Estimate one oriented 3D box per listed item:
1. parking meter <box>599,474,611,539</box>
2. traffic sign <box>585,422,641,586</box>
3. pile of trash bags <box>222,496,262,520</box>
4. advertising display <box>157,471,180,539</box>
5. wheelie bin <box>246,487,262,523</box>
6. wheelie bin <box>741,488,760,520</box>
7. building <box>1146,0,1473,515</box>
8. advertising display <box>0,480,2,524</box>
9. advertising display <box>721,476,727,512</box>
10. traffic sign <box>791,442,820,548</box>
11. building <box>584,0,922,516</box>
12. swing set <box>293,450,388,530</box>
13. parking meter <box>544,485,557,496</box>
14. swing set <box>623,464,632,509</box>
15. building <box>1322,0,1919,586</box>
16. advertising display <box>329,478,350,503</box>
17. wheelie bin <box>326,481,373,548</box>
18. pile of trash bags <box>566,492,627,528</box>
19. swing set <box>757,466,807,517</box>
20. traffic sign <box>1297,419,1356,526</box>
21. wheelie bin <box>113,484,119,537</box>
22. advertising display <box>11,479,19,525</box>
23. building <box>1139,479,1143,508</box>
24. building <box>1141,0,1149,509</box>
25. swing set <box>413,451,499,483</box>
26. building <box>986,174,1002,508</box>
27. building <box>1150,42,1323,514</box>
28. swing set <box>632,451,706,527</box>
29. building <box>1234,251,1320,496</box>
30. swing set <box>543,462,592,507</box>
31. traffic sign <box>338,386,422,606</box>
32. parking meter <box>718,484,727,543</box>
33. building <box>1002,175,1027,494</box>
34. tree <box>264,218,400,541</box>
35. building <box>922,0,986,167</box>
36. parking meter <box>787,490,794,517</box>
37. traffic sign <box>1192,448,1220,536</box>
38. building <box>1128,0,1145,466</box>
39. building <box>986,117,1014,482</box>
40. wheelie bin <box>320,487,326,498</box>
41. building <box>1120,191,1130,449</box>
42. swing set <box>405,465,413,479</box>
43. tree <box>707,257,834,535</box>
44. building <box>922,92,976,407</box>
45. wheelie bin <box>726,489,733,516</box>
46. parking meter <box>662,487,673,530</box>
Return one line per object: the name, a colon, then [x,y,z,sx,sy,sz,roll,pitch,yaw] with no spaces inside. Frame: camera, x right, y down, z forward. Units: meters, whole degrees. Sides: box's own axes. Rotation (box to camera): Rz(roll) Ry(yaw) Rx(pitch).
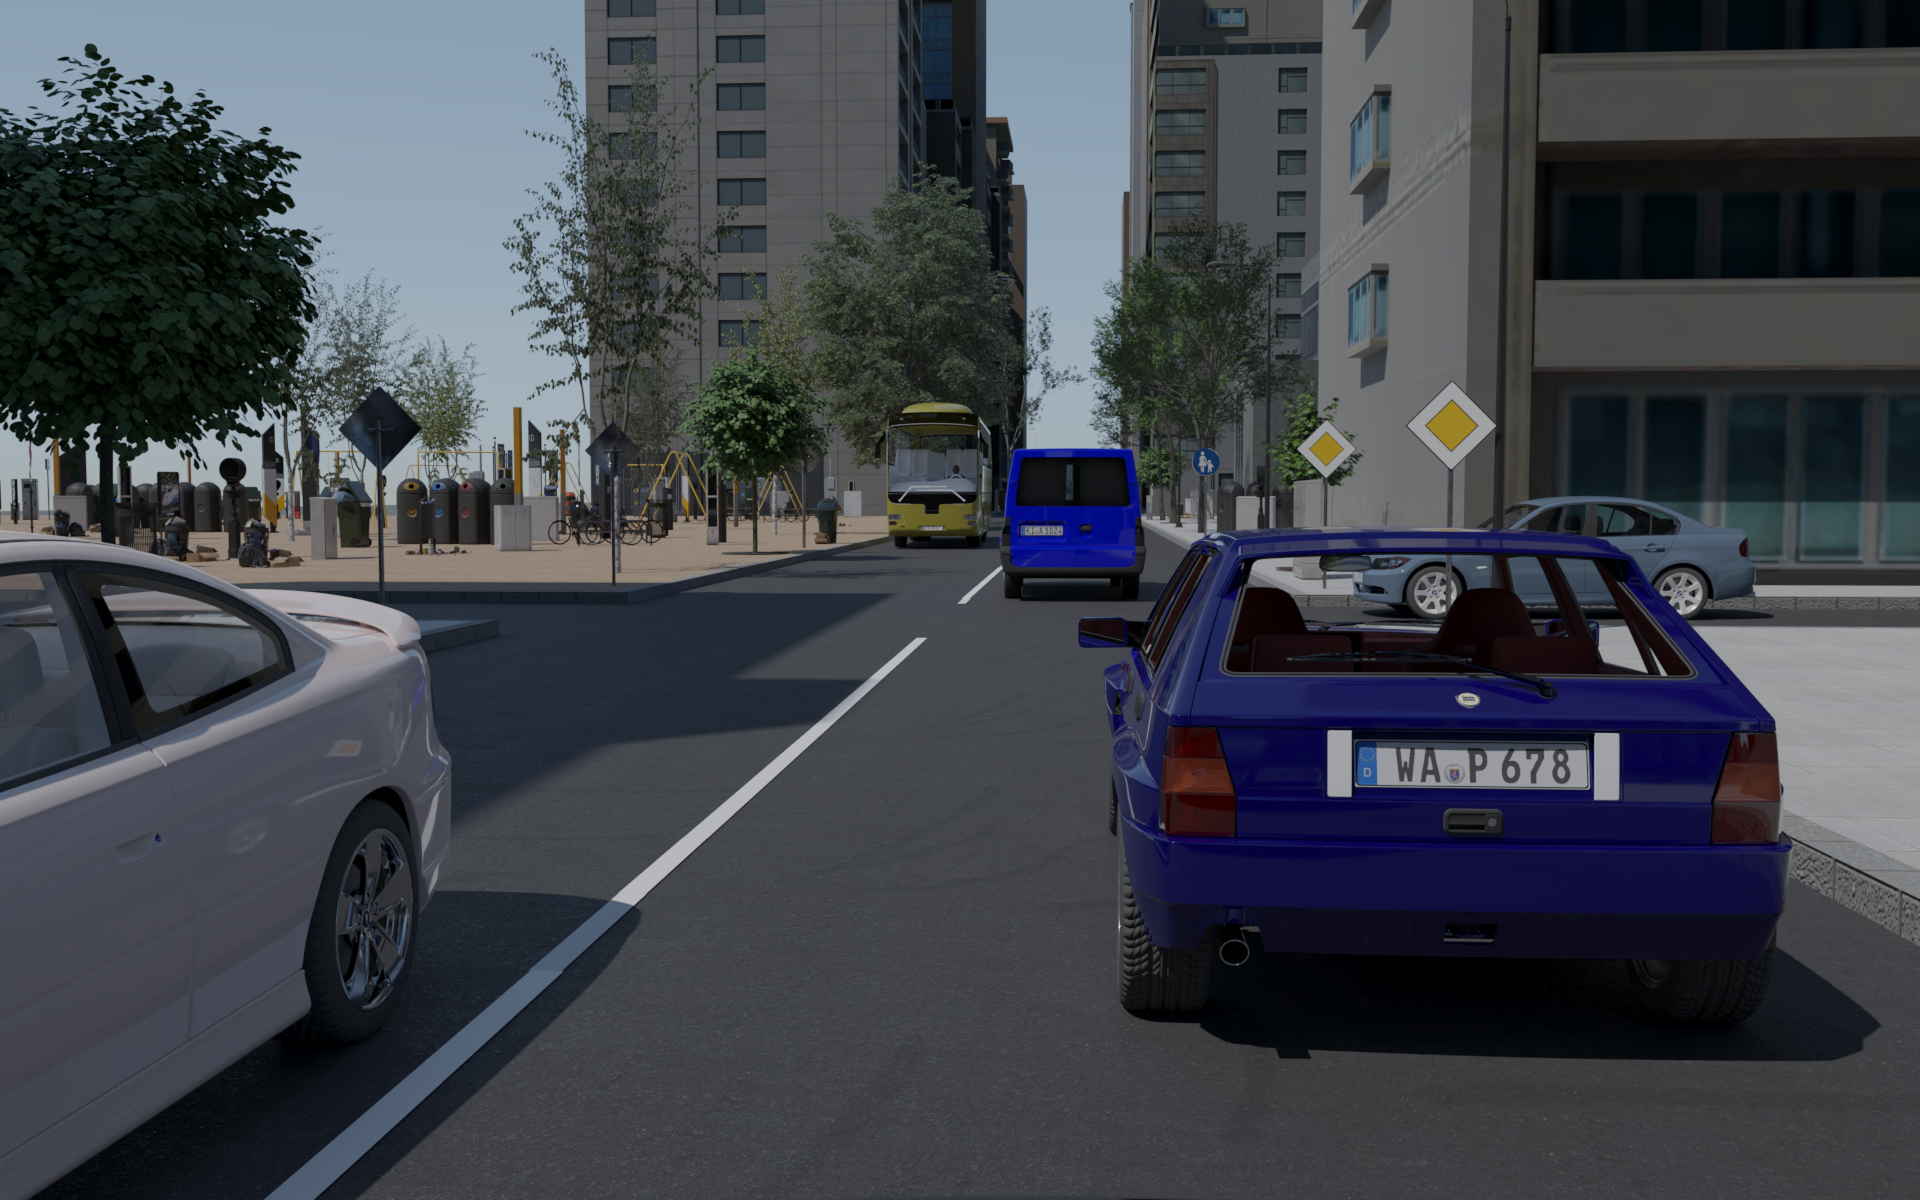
parking meter: [-10.145,-2.691,49.715,0.255,1.863,0.399,2,4,32]
traffic sign: [-4.831,-1.253,24.127,0.795,2.450,0.064,0,4,4]
pile of trash bags: [-36.563,-4.676,86.198,3.447,1.369,1.912,-2,4,-29]
advertising display: [-22.580,-2.705,49.435,0.123,1.923,0.974,0,4,5]
wheelie bin: [-30.172,-4.016,73.566,0.693,1.594,0.980,3,5,42]
wheelie bin: [-10.525,-4.835,86.959,0.980,1.594,0.693,-1,4,-10]
building: [25.392,-31.072,131.725,21.300,48.544,21.600,0,4,4]
advertising display: [-42.045,-4.281,75.205,0.974,1.923,0.123,1,4,19]
advertising display: [-8.637,-3.551,63.277,0.123,1.923,0.974,0,4,-3]
traffic sign: [-3.711,-2.511,41.159,0.768,2.556,0.104,1,4,10]
building: [-10.797,-41.033,109.141,20.563,71.187,20.611,0,4,4]
swing set: [-22.258,-3.962,62.392,3.119,2.851,2.862,-1,4,-9]
parking meter: [-11.622,-2.494,49.186,0.372,1.533,0.369,0,3,0]
swing set: [-16.883,-5.736,91.407,3.119,2.851,2.862,1,4,8]
building: [18.093,-24.972,31.991,21.600,48.544,21.300,0,4,4]
advertising display: [-24.484,-3.865,68.413,0.974,1.923,0.123,2,4,25]
wheelie bin: [-14.563,-2.057,41.545,0.693,1.594,0.980,1,4,9]
pile of trash bags: [-14.413,-3.508,67.112,1.912,1.369,3.447,-3,5,-44]
swing set: [-10.038,-6.005,95.808,2.862,2.851,3.119,-1,4,-12]
traffic sign: [4.937,-1.209,23.404,0.795,2.450,0.064,0,4,4]
wheelie bin: [-25.281,-2.688,51.852,0.980,1.594,0.693,2,4,31]
advertising display: [-39.927,-4.157,73.178,0.123,1.923,0.974,-3,4,-36]
building: [24.118,-29.389,164.105,14.154,41.232,14.086,0,4,4]
building: [22.783,-30.570,149.923,14.600,45.320,14.200,0,4,4]
swing set: [-18.235,-4.027,63.457,3.119,2.851,2.862,-1,4,-16]
building: [-3.555,-23.498,155.901,14.160,30.474,14.107,0,4,4]
building: [19.680,-20.986,114.820,14.160,30.474,14.107,0,4,4]
swing set: [-10.474,-4.116,64.909,2.862,2.851,3.119,0,4,0]
building: [24.860,-46.632,75.110,22.319,86.520,31.000,0,4,4]
swing set: [-19.224,-5.298,84.249,2.862,2.851,3.119,0,4,-6]
traffic sign: [-5.405,-0.766,16.162,0.795,2.450,0.064,0,4,4]
parking meter: [-6.349,-2.281,45.699,0.372,1.533,0.369,0,3,0]
building: [2.317,-36.339,244.248,14.600,45.320,14.200,0,4,4]
tree: [-17.924,-5.901,46.850,4.360,8.622,3.978,0,3,0]
building: [-5.150,-30.048,141.398,14.600,45.320,14.200,0,4,4]
parking meter: [-9.675,-5.524,98.732,0.372,1.533,0.369,0,3,0]
traffic sign: [6.819,-2.933,48.057,0.768,2.556,0.104,1,4,11]
building: [29.756,-40.030,196.493,21.231,58.520,28.212,0,4,4]
building: [-5.166,-33.240,198.099,22.147,44.769,28.867,0,4,4]
wheelie bin: [-26.385,-3.947,72.444,0.980,1.594,0.693,3,4,36]
building: [30.160,-36.611,248.700,14.600,45.320,14.200,0,4,4]
swing set: [-28.185,-5.845,93.192,2.862,2.851,3.119,3,5,42]
tree: [-5.864,-6.353,54.230,4.737,8.622,4.395,0,3,0]
building: [-6.249,-21.757,127.428,14.160,30.474,14.107,0,4,4]
wheelie bin: [-13.218,-5.617,99.739,0.980,1.594,0.693,-3,5,-39]
parking meter: [-10.367,-3.244,61.444,0.372,1.533,0.369,0,3,0]
